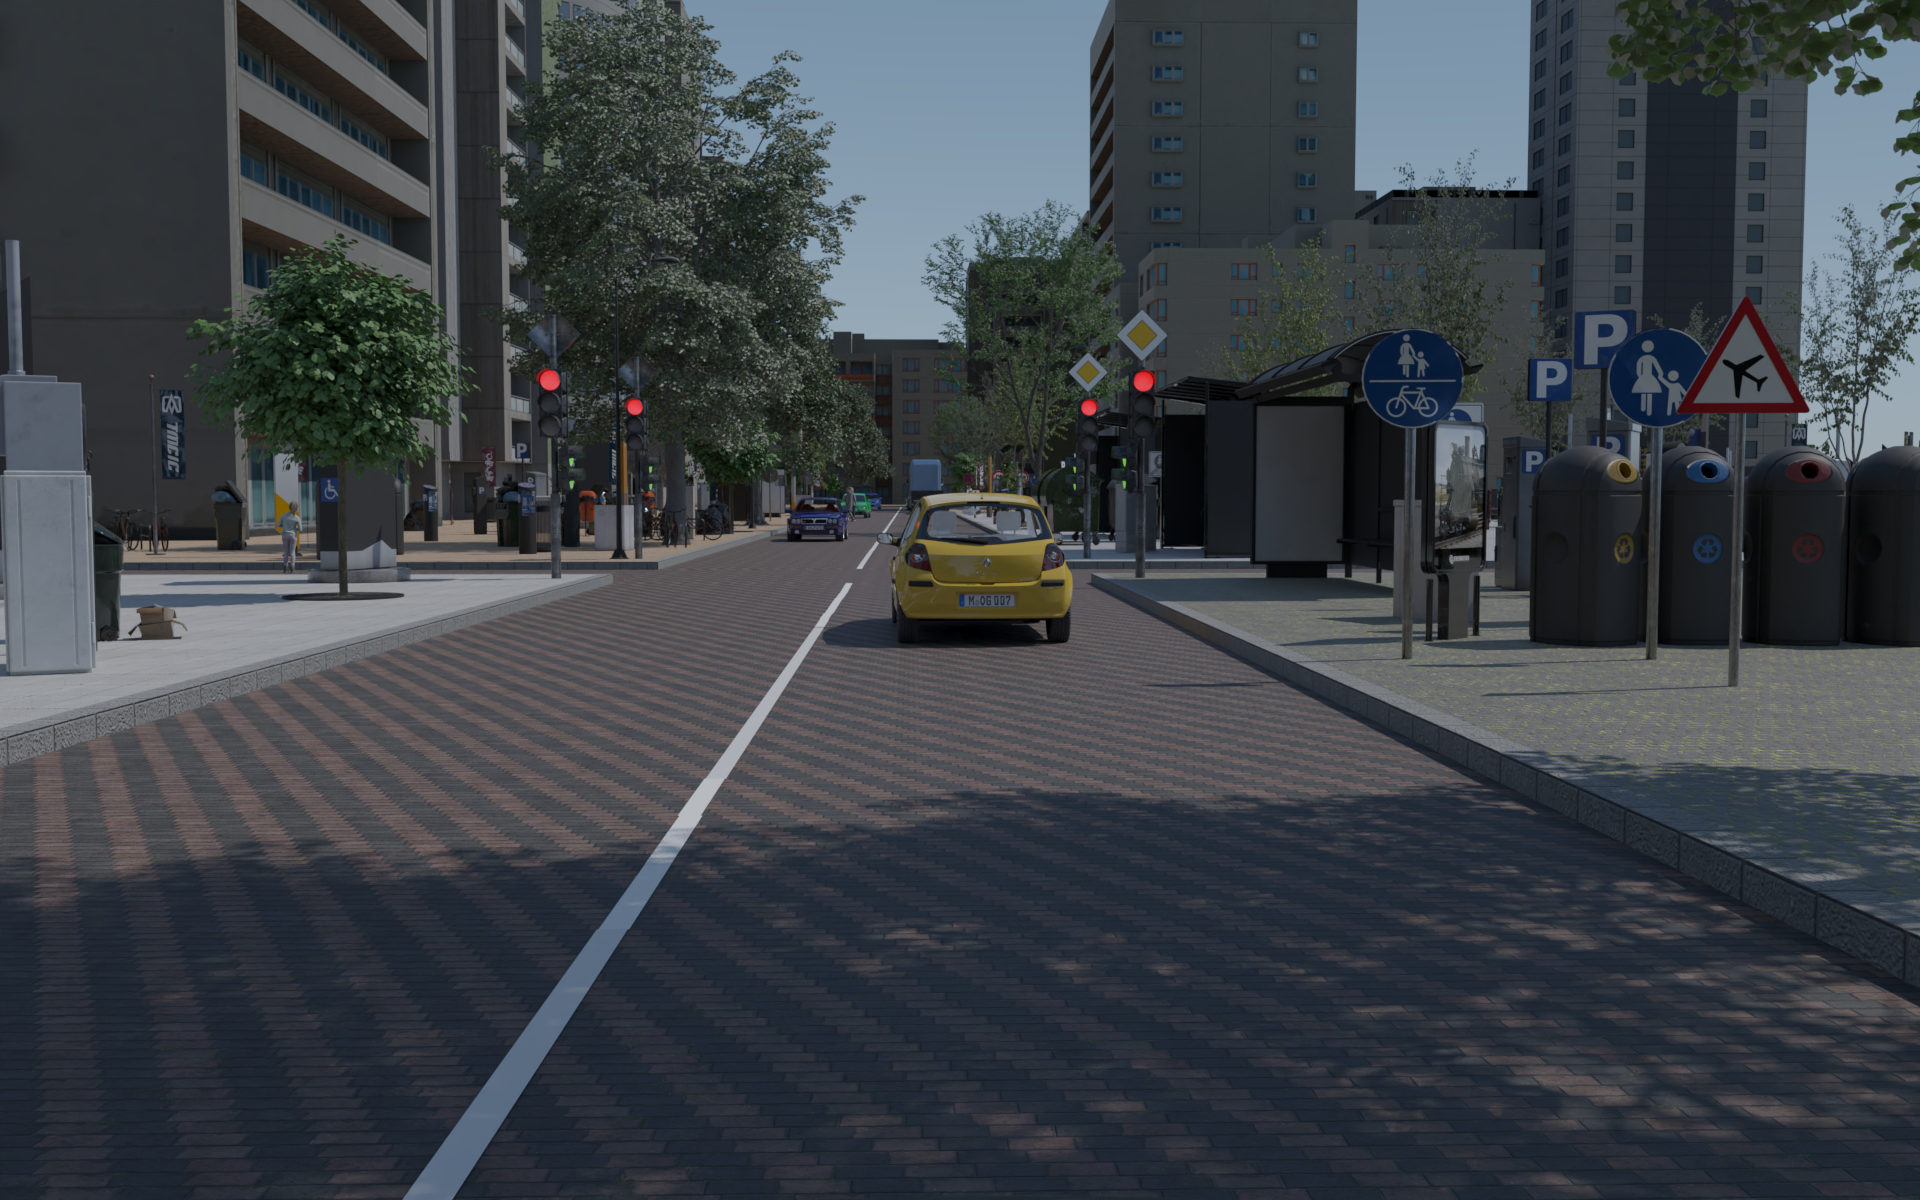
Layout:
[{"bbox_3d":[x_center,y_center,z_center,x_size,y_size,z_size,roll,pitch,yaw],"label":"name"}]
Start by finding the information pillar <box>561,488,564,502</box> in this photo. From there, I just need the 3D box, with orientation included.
[{"bbox_3d":[-16.765,-4.232,73.691,0.304,2.012,0.304,1,4,14],"label":"information pillar"}]

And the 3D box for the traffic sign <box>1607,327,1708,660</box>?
[{"bbox_3d":[5.363,-0.810,13.356,0.768,2.556,0.104,0,4,8],"label":"traffic sign"}]

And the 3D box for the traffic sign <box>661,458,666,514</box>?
[{"bbox_3d":[-10.565,-3.752,61.454,0.768,2.556,0.104,0,4,7],"label":"traffic sign"}]

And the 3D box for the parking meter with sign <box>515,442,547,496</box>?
[{"bbox_3d":[-14.462,-3.851,59.224,0.543,3.016,1.738,1,4,20],"label":"parking meter with sign"}]

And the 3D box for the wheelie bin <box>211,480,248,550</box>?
[{"bbox_3d":[-16.740,-1.944,39.692,0.693,1.594,0.980,-1,4,-13],"label":"wheelie bin"}]

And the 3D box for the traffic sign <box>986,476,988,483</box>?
[{"bbox_3d":[2.015,-6.638,108.634,0.768,2.556,0.104,0,4,5],"label":"traffic sign"}]

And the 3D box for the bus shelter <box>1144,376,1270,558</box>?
[{"bbox_3d":[5.303,-2.831,37.567,1.731,3.624,6.357,0,4,-2],"label":"bus shelter"}]

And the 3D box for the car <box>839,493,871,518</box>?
[{"bbox_3d":[-6.306,-5.809,103.766,1.959,1.807,4.718,0,3,0],"label":"car"}]

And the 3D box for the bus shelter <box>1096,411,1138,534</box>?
[{"bbox_3d":[4.912,-3.723,52.146,1.731,3.624,6.357,0,4,-2],"label":"bus shelter"}]

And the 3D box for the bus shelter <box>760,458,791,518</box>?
[{"bbox_3d":[-10.372,-6.307,97.045,2.014,3.302,5.546,0,4,-1],"label":"bus shelter"}]

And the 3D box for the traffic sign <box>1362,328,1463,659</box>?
[{"bbox_3d":[3.481,-0.814,13.410,0.768,2.556,0.104,0,4,5],"label":"traffic sign"}]

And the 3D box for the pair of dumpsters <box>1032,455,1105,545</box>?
[{"bbox_3d":[2.821,-2.616,45.263,1.574,2.255,4.437,0,4,-2],"label":"pair of dumpsters"}]

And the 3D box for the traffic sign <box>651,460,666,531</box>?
[{"bbox_3d":[-10.707,-3.720,60.930,0.768,2.556,0.104,0,4,5],"label":"traffic sign"}]

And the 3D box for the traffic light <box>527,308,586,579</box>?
[{"bbox_3d":[-6.112,-2.279,26.184,0.839,4.253,0.868,0,4,-2],"label":"traffic light"}]

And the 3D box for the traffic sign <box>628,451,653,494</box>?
[{"bbox_3d":[-9.289,-3.073,50.352,0.768,2.556,0.104,0,4,5],"label":"traffic sign"}]

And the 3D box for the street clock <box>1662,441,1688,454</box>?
[{"bbox_3d":[9.870,-1.186,23.954,0.471,2.002,0.358,-3,5,-41],"label":"street clock"}]

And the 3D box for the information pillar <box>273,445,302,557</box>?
[{"bbox_3d":[-13.817,-2.702,35.528,0.504,3.616,0.183,-3,5,-44],"label":"information pillar"}]

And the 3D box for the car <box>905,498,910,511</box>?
[{"bbox_3d":[-3.705,-8.502,150.802,2.131,1.459,4.920,0,4,-2],"label":"car"}]

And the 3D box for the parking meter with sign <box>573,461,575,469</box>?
[{"bbox_3d":[-20.372,-5.715,89.696,0.543,3.016,1.738,0,4,4],"label":"parking meter with sign"}]

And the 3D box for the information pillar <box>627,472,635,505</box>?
[{"bbox_3d":[-10.746,-3.216,57.073,0.304,2.012,0.304,-2,4,-34],"label":"information pillar"}]

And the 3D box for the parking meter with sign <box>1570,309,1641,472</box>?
[{"bbox_3d":[6.534,-1.285,17.268,0.543,3.016,1.738,2,4,29],"label":"parking meter with sign"}]

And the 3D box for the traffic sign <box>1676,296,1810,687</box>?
[{"bbox_3d":[5.161,-0.702,11.484,0.884,2.594,0.081,0,4,-1],"label":"traffic sign"}]

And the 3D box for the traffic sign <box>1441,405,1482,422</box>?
[{"bbox_3d":[5.559,-1.062,19.497,0.606,2.300,0.079,0,4,4],"label":"traffic sign"}]

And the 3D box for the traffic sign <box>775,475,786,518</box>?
[{"bbox_3d":[-9.478,-5.455,91.322,0.606,2.300,0.079,0,4,6],"label":"traffic sign"}]

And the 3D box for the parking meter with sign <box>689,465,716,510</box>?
[{"bbox_3d":[-15.724,-6.727,106.253,1.738,3.016,0.543,-3,5,-45],"label":"parking meter with sign"}]

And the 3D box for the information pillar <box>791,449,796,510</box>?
[{"bbox_3d":[-7.916,-5.569,82.399,0.183,3.616,0.504,-1,4,-21],"label":"information pillar"}]

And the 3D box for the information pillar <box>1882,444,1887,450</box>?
[{"bbox_3d":[43.124,-5.463,80.670,0.183,3.616,0.504,-2,4,-34],"label":"information pillar"}]

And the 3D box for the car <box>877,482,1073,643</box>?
[{"bbox_3d":[0.141,-0.484,18.141,2.015,1.641,3.980,0,4,-3],"label":"car"}]

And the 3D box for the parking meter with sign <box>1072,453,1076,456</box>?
[{"bbox_3d":[5.656,-4.725,73.520,1.738,3.016,0.543,1,4,10],"label":"parking meter with sign"}]

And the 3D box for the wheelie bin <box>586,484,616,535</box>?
[{"bbox_3d":[-11.238,-2.816,53.951,0.980,1.594,0.693,3,5,42],"label":"wheelie bin"}]

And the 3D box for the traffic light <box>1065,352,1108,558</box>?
[{"bbox_3d":[2.516,-2.784,34.434,0.839,4.253,0.868,0,4,-2],"label":"traffic light"}]

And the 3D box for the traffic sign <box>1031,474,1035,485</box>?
[{"bbox_3d":[4.864,-6.724,110.043,0.768,2.556,0.104,0,4,4],"label":"traffic sign"}]

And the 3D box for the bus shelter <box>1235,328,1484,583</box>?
[{"bbox_3d":[5.312,-1.838,23.977,2.014,3.302,5.546,0,4,-2],"label":"bus shelter"}]

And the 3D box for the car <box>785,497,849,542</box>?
[{"bbox_3d":[-4.380,-2.503,53.503,1.945,1.354,3.894,0,4,-1],"label":"car"}]

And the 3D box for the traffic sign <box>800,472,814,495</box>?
[{"bbox_3d":[-8.499,-5.865,96.001,0.768,2.556,0.104,0,4,2],"label":"traffic sign"}]

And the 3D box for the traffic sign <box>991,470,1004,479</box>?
[{"bbox_3d":[2.074,-5.679,92.963,0.768,2.556,0.104,0,4,4],"label":"traffic sign"}]

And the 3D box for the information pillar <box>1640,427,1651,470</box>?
[{"bbox_3d":[14.246,-2.713,35.720,0.183,3.616,0.504,1,4,9],"label":"information pillar"}]

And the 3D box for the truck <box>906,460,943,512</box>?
[{"bbox_3d":[-2.400,-8.559,129.701,2.967,4.110,18.799,0,4,-3],"label":"truck"}]

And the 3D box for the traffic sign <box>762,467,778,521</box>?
[{"bbox_3d":[-8.887,-4.952,81.068,0.768,2.556,0.104,0,4,2],"label":"traffic sign"}]

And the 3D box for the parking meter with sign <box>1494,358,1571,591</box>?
[{"bbox_3d":[7.580,-1.645,23.150,0.543,3.016,1.738,0,3,0],"label":"parking meter with sign"}]

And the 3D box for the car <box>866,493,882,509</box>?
[{"bbox_3d":[-8.388,-9.482,164.615,1.945,1.707,3.694,0,3,0],"label":"car"}]

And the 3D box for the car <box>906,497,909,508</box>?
[{"bbox_3d":[-4.683,-10.295,180.677,2.083,1.381,4.827,0,4,-3],"label":"car"}]

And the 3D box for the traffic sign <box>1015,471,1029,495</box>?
[{"bbox_3d":[3.416,-5.838,95.559,0.768,2.556,0.104,0,4,6],"label":"traffic sign"}]

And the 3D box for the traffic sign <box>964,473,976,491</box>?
[{"bbox_3d":[0.604,-6.432,105.273,0.768,2.556,0.104,0,4,3],"label":"traffic sign"}]

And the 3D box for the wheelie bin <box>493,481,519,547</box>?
[{"bbox_3d":[-10.924,-2.096,42.170,0.980,1.594,0.693,3,5,42],"label":"wheelie bin"}]

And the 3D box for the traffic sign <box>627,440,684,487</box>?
[{"bbox_3d":[-11.495,-4.349,64.982,2.265,3.308,0.079,0,4,3],"label":"traffic sign"}]

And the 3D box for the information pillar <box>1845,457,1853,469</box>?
[{"bbox_3d":[54.098,-6.977,105.433,0.504,3.616,0.183,3,4,37],"label":"information pillar"}]

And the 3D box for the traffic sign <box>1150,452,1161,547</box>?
[{"bbox_3d":[4.826,-2.408,41.506,0.606,2.300,0.079,0,4,3],"label":"traffic sign"}]

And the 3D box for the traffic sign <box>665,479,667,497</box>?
[{"bbox_3d":[-10.841,-3.916,64.127,0.768,2.556,0.104,0,4,1],"label":"traffic sign"}]

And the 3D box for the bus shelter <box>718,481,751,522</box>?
[{"bbox_3d":[-10.252,-5.530,81.698,1.731,3.624,6.357,0,4,-2],"label":"bus shelter"}]

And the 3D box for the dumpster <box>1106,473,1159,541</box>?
[{"bbox_3d":[4.675,-2.508,46.758,1.264,1.857,1.865,0,4,-2],"label":"dumpster"}]

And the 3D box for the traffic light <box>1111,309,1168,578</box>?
[{"bbox_3d":[2.745,-2.296,26.453,0.839,4.253,0.868,0,4,-2],"label":"traffic light"}]

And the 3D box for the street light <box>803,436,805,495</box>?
[{"bbox_3d":[-7.913,-7.407,93.647,1.470,5.913,1.316,0,4,-2],"label":"street light"}]

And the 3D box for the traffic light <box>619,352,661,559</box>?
[{"bbox_3d":[-6.341,-2.767,34.165,0.839,4.253,0.868,0,4,-2],"label":"traffic light"}]
